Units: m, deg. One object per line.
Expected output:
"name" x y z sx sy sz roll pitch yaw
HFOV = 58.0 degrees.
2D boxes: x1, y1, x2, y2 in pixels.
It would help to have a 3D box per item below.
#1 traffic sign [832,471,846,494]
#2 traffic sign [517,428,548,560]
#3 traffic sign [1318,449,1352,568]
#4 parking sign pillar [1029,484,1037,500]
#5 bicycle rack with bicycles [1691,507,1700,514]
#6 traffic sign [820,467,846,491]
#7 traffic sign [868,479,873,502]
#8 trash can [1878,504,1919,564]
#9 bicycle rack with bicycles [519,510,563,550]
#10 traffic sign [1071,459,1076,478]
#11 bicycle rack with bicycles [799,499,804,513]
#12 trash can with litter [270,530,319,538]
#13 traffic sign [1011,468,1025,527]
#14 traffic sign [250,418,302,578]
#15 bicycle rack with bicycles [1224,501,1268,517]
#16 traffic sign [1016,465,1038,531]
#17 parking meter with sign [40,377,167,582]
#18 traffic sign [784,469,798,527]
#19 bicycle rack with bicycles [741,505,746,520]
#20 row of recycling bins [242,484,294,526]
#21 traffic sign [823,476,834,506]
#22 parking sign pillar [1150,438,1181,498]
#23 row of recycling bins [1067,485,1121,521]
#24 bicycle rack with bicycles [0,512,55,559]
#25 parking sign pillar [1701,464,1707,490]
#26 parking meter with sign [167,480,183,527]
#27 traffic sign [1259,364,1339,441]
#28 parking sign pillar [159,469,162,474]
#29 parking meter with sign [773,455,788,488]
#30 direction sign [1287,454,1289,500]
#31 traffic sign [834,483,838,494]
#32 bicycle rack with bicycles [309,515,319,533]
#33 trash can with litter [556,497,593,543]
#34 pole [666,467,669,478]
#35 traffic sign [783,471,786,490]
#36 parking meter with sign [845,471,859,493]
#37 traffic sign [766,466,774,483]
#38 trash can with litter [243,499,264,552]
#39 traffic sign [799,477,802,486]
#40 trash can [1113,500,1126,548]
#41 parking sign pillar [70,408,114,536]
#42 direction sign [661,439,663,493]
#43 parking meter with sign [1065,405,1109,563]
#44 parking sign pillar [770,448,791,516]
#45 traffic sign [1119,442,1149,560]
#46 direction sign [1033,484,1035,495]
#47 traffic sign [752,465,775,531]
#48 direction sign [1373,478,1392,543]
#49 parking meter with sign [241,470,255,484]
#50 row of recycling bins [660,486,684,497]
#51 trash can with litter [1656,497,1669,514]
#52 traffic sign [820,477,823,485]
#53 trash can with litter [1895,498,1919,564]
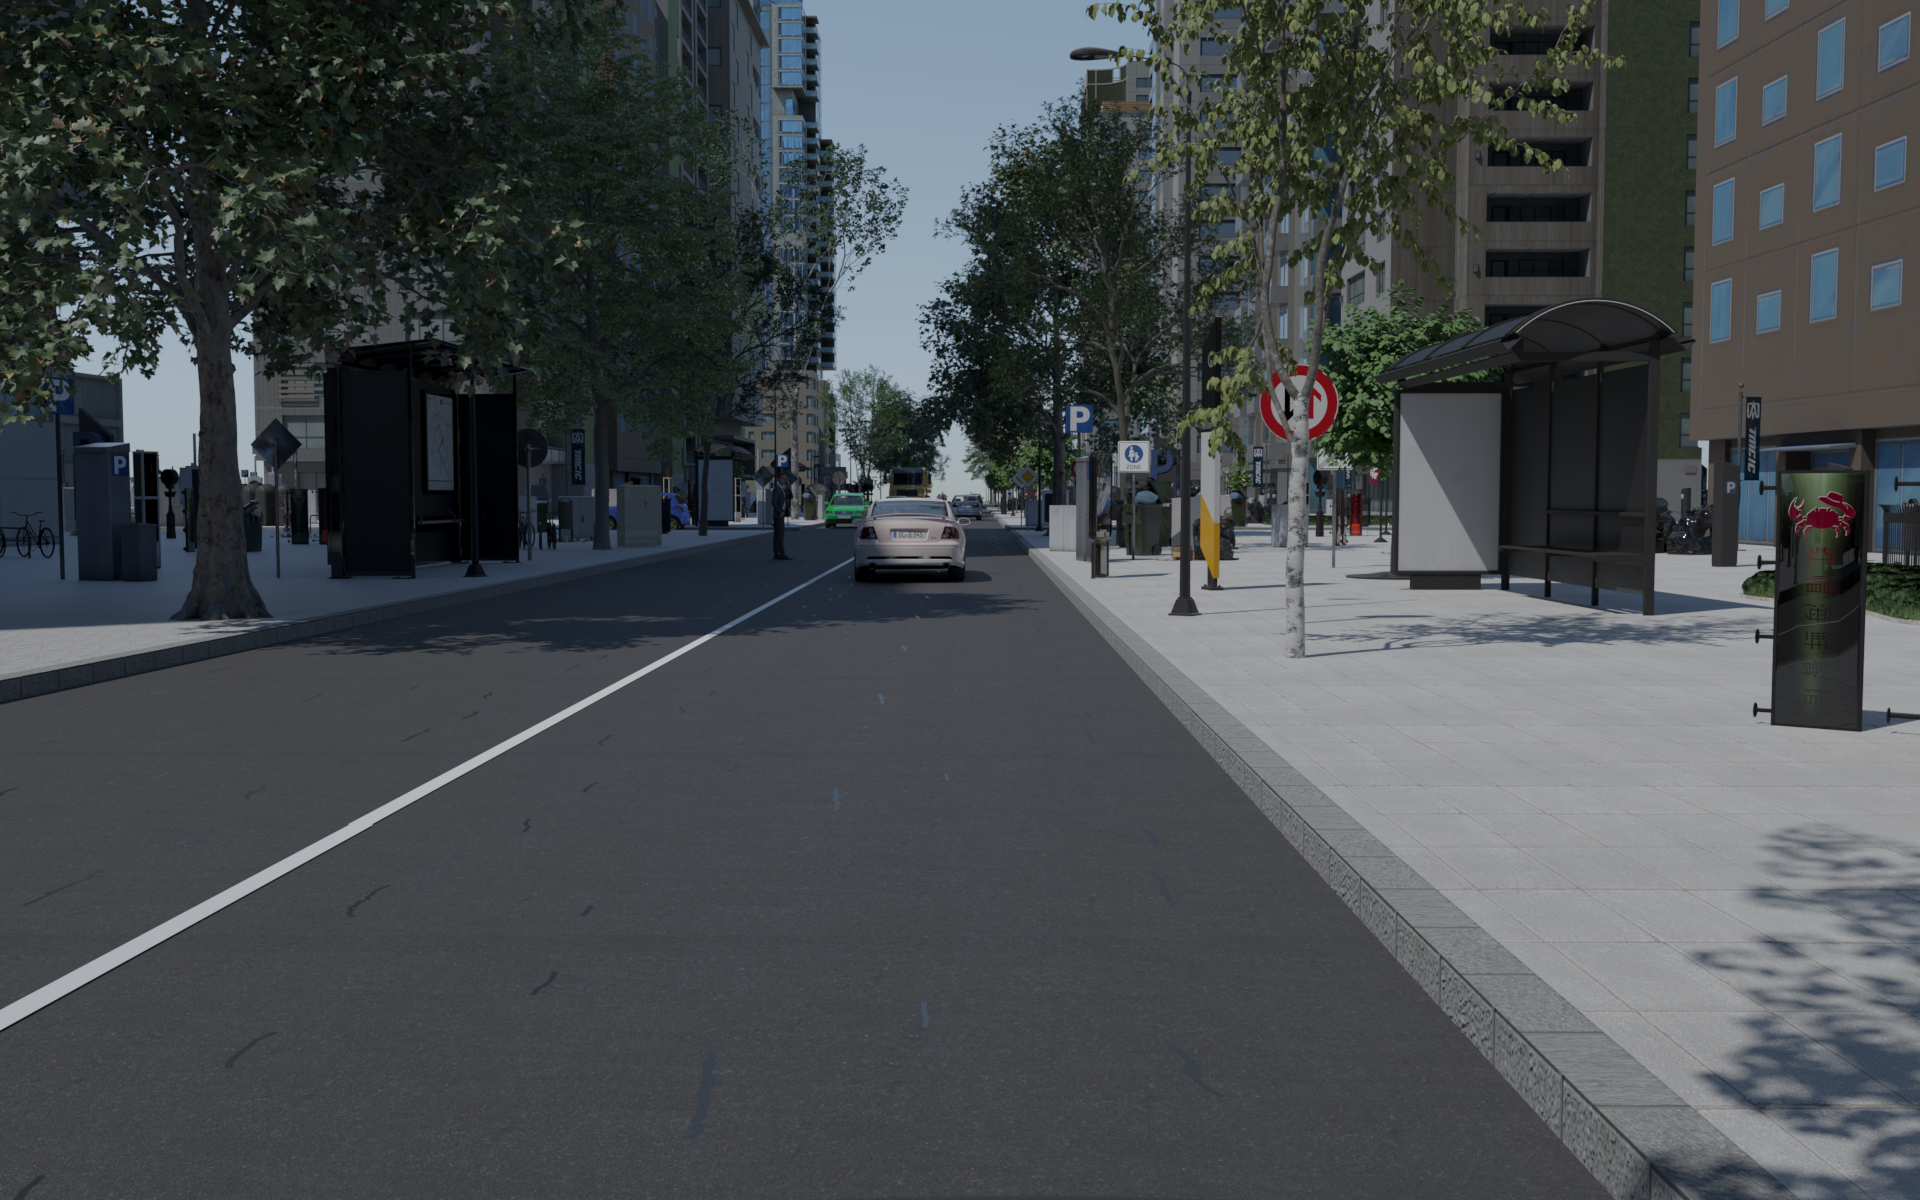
"traffic sign" -6.741 -5.886 96.343 0.768 2.556 0.104 0 4 7
"traffic sign" -8.325 -2.039 33.437 0.768 2.556 0.104 0 4 4
"traffic sign" 6.496 -1.708 30.055 0.606 2.300 0.079 0 4 6
"parking sign pillar" 4.993 -7.585 112.482 1.447 3.967 1.447 1 4 10
"bicycle rack with bicycles" 31.556 -3.495 70.518 2.852 0.926 2.925 -1 4 -21
"traffic sign" -9.551 -8.226 128.368 2.265 3.308 0.079 0 4 1
"traffic sign" -7.084 -8.180 133.852 0.768 2.556 0.104 1 4 9
"trash can" 13.092 -0.751 23.940 0.748 1.137 0.748 0 3 0
"bicycle rack with bicycles" -10.539 -1.646 40.300 2.852 0.926 2.925 -1 4 -13
"traffic sign" 4.240 -3.688 60.408 0.768 2.556 0.104 0 4 1
"bicycle rack with bicycles" -11.198 -7.781 140.599 2.852 0.926 2.925 2 4 26
"trash can with litter" -19.685 -2.484 51.672 1.678 1.210 2.233 -1 4 -21
"traffic sign" 2.416 -3.944 68.120 0.795 2.450 0.064 0 4 0
"traffic sign" -10.429 -1.545 26.439 0.795 2.450 0.064 0 4 2
"bicycle rack with bicycles" 14.135 -4.356 84.608 2.925 0.926 2.852 3 5 40
"traffic sign" 2.356 -3.455 60.135 0.795 2.450 0.064 0 4 0
"parking meter with sign" -12.705 -1.798 25.653 1.738 3.016 0.543 1 4 20
"traffic sign" -6.778 -3.949 68.209 0.795 2.450 0.064 0 4 0
"bicycle rack with bicycles" -10.027 -4.335 84.267 2.852 0.926 2.925 0 4 5
"row of recycling bins" -28.111 -3.833 69.775 3.534 1.692 1.069 2 4 30
"traffic sign" -7.470 -5.885 98.355 0.606 2.300 0.079 0 4 2
"parking sign pillar" 8.938 -5.315 75.375 1.447 3.967 1.447 3 4 36
"row of recycling bins" 6.331 -4.647 83.097 3.534 1.692 1.069 -3 4 -37
"bicycle rack with bicycles" -19.787 -1.297 34.586 2.925 0.926 2.852 3 5 43
"parking sign pillar" 52.691 -8.272 123.720 1.447 3.967 1.447 -2 4 -25
"parking meter with sign" -31.163 -4.368 67.685 1.738 3.016 0.543 0 4 -3
"traffic sign" 3.325 -1.037 17.065 0.768 2.556 0.104 0 4 5
"parking sign pillar" -61.742 -8.838 132.972 1.447 3.967 1.447 1 4 15
"parking meter with sign" -8.079 -4.960 77.361 0.543 3.016 1.738 -1 4 -16
"direction sign" 18.525 -6.477 97.900 0.379 3.537 0.876 1 4 13
"traffic sign" -9.015 -7.642 125.054 0.768 2.556 0.104 1 4 8
"bicycle rack with bicycles" -19.874 -2.637 56.503 2.925 0.926 2.852 3 4 38
"trash can with litter" -10.305 -2.183 46.754 1.678 1.210 2.233 2 4 27
"pole" -22.361 -8.472 132.353 0.158 3.312 0.155 0 3 0
"traffic sign" -9.834 -5.943 97.282 0.768 2.556 0.104 0 4 5
"parking meter with sign" -8.118 -8.364 133.015 1.738 3.016 0.543 2 4 32
"traffic sign" -8.740 -4.824 78.978 0.768 2.556 0.104 0 4 2
"trash can with litter" -15.923 -1.641 38.212 1.055 1.170 0.624 -1 4 -10
"traffic sign" -11.419 -7.398 121.055 0.768 2.556 0.104 1 4 10
"trash can" 4.045 -1.827 41.522 0.748 1.137 0.748 0 3 0
"parking sign pillar" -26.867 -3.992 53.749 1.447 3.967 1.447 1 4 21
"direction sign" -12.072 -4.783 70.195 0.379 3.537 0.876 -1 4 -15
"parking meter with sign" 2.477 -2.253 33.101 0.543 3.016 1.738 -1 4 -11
"parking sign pillar" -10.362 -6.871 100.807 1.447 3.967 1.447 2 4 23
"traffic sign" 3.367 -1.924 33.585 0.606 2.300 0.079 0 4 7
"direction sign" 4.532 -6.979 106.105 0.876 3.537 0.379 -2 4 -33
"traffic sign" -6.838 -3.461 60.225 0.795 2.450 0.064 0 4 0
"direction sign" 11.166 -3.295 45.870 0.876 3.537 0.379 -3 4 -38
"parking meter with sign" -56.086 -8.594 136.764 0.543 3.016 1.738 -3 5 -45
"row of recycling bins" -16.211 -5.103 90.541 3.534 1.692 1.069 0 4 -5
"trash can with litter" 23.901 -2.904 58.871 0.624 1.170 1.055 0 4 4
"traffic sign" -10.433 -7.805 127.719 0.768 2.556 0.104 1 4 8
"trash can with litter" 15.892 -1.090 28.883 1.678 1.210 2.233 1 4 15
